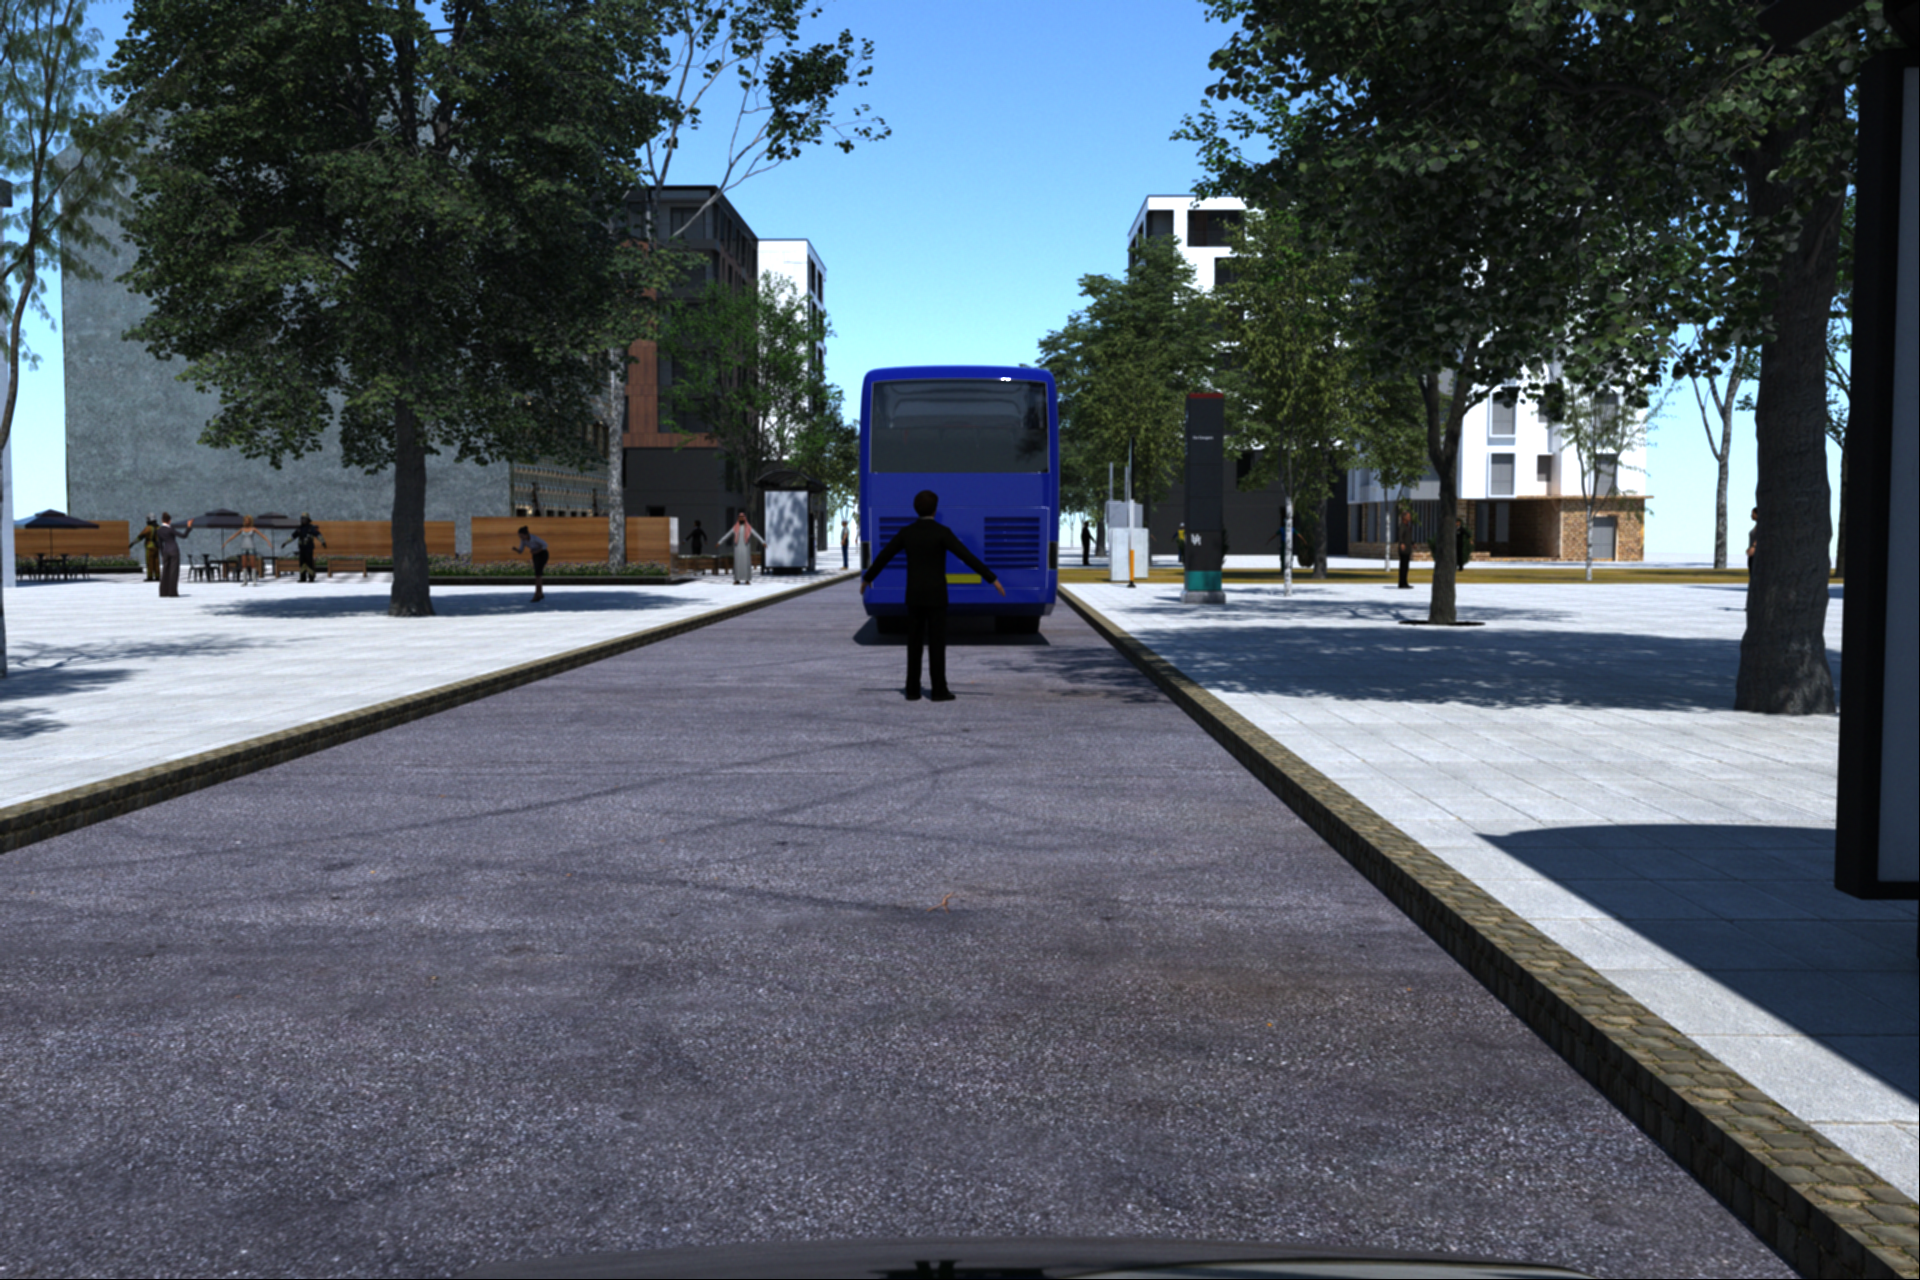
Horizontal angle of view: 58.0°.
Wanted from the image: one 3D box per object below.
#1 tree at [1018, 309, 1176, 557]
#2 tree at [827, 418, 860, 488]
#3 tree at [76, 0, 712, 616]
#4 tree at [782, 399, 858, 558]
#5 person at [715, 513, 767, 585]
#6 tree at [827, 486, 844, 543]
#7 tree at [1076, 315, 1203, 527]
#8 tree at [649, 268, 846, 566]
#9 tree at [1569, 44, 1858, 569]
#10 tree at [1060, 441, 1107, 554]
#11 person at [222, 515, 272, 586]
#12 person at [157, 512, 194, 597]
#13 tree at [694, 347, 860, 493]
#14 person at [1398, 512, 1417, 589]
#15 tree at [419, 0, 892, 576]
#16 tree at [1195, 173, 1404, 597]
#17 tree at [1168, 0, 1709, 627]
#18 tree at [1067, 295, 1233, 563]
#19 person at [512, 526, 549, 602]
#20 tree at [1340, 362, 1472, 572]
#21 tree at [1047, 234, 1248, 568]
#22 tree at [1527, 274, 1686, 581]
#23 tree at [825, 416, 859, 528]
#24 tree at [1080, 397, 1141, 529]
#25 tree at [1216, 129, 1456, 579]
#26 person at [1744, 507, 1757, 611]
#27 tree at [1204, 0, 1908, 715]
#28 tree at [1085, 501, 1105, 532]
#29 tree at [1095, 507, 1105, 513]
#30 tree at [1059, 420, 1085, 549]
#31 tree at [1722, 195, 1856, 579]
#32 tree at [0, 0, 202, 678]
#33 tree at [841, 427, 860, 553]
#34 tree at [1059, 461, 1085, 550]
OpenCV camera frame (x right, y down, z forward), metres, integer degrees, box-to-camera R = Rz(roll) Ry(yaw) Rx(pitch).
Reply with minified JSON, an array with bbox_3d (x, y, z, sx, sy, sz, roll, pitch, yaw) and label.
[{"bbox_3d":[7.773,-11.612,96.504,9.857,13.997,8.962,0,3,0],"label":"tree"},{"bbox_3d":[-6.244,-14.325,144.591,12.009,13.543,11.850,0,3,0],"label":"tree"},{"bbox_3d":[-8.640,-7.361,27.005,9.857,13.997,8.962,0,3,0],"label":"tree"},{"bbox_3d":[-7.516,-8.628,91.437,4.737,8.622,4.395,0,3,0],"label":"tree"},{"bbox_3d":[-5.534,-2.312,43.941,1.347,1.811,0.704,0,4,5],"label":"person"},{"bbox_3d":[-17.662,-17.496,236.416,4.737,8.622,4.395,0,3,0],"label":"tree"},{"bbox_3d":[6.090,-6.659,59.233,4.737,8.622,4.395,0,3,0],"label":"tree"},{"bbox_3d":[-8.392,-8.768,69.118,9.928,11.665,9.643,0,3,0],"label":"tree"},{"bbox_3d":[28.632,-12.773,64.734,12.611,20.169,13.585,0,3,0],"label":"tree"},{"bbox_3d":[7.915,-9.918,112.515,4.360,8.622,3.978,0,3,0],"label":"tree"},{"bbox_3d":[-17.528,-2.202,42.614,1.214,1.753,0.721,0,4,-4],"label":"person"},{"bbox_3d":[-15.983,-1.742,35.320,0.742,1.727,0.445,-1,4,-16],"label":"person"},{"bbox_3d":[-7.998,-9.003,81.608,8.767,10.594,7.601,-3,5,-43],"label":"tree"},{"bbox_3d":[10.501,-2.116,40.774,0.705,1.807,1.348,2,4,27],"label":"person"},{"bbox_3d":[-8.169,-11.538,44.531,12.611,20.169,13.585,0,3,0],"label":"tree"},{"bbox_3d":[6.967,-5.192,35.257,4.737,8.622,4.395,0,3,0],"label":"tree"},{"bbox_3d":[6.777,-6.008,23.988,9.928,11.665,9.643,0,3,0],"label":"tree"},{"bbox_3d":[8.199,-9.179,75.827,9.928,11.665,9.643,0,3,0],"label":"tree"},{"bbox_3d":[-8.072,-1.430,32.606,0.628,1.438,0.799,-1,4,-8],"label":"person"},{"bbox_3d":[14.772,-6.624,58.660,4.737,8.622,4.395,0,3,0],"label":"tree"},{"bbox_3d":[7.205,-9.011,65.453,7.486,12.596,7.792,0,3,0],"label":"tree"},{"bbox_3d":[17.405,-5.961,47.825,4.360,8.622,3.978,0,3,0],"label":"tree"},{"bbox_3d":[-6.859,-9.388,103.853,4.737,8.622,4.395,0,3,0],"label":"tree"},{"bbox_3d":[7.883,-8.461,88.697,4.737,8.622,4.395,0,3,0],"label":"tree"},{"bbox_3d":[10.641,-8.019,49.238,7.486,12.596,7.792,0,3,0],"label":"tree"},{"bbox_3d":[13.194,-1.350,28.888,0.721,1.737,1.217,1,4,23],"label":"person"},{"bbox_3d":[5.905,-6.458,12.239,9.857,13.997,8.962,0,3,0],"label":"tree"},{"bbox_3d":[18.918,-17.478,236.129,4.737,8.622,4.395,0,3,0],"label":"tree"},{"bbox_3d":[21.408,-17.797,241.347,4.360,8.622,3.978,0,3,0],"label":"tree"},{"bbox_3d":[8.443,-13.782,151.089,9.928,11.665,9.643,0,3,0],"label":"tree"},{"bbox_3d":[25.887,-7.606,50.109,9.928,11.665,9.643,0,3,0],"label":"tree"},{"bbox_3d":[-8.483,-3.955,15.021,4.360,8.622,3.978,0,3,0],"label":"tree"},{"bbox_3d":[-7.140,-10.150,116.316,4.360,8.622,3.978,0,3,0],"label":"tree"},{"bbox_3d":[9.279,-11.762,142.677,4.360,8.622,3.978,0,3,0],"label":"tree"}]
